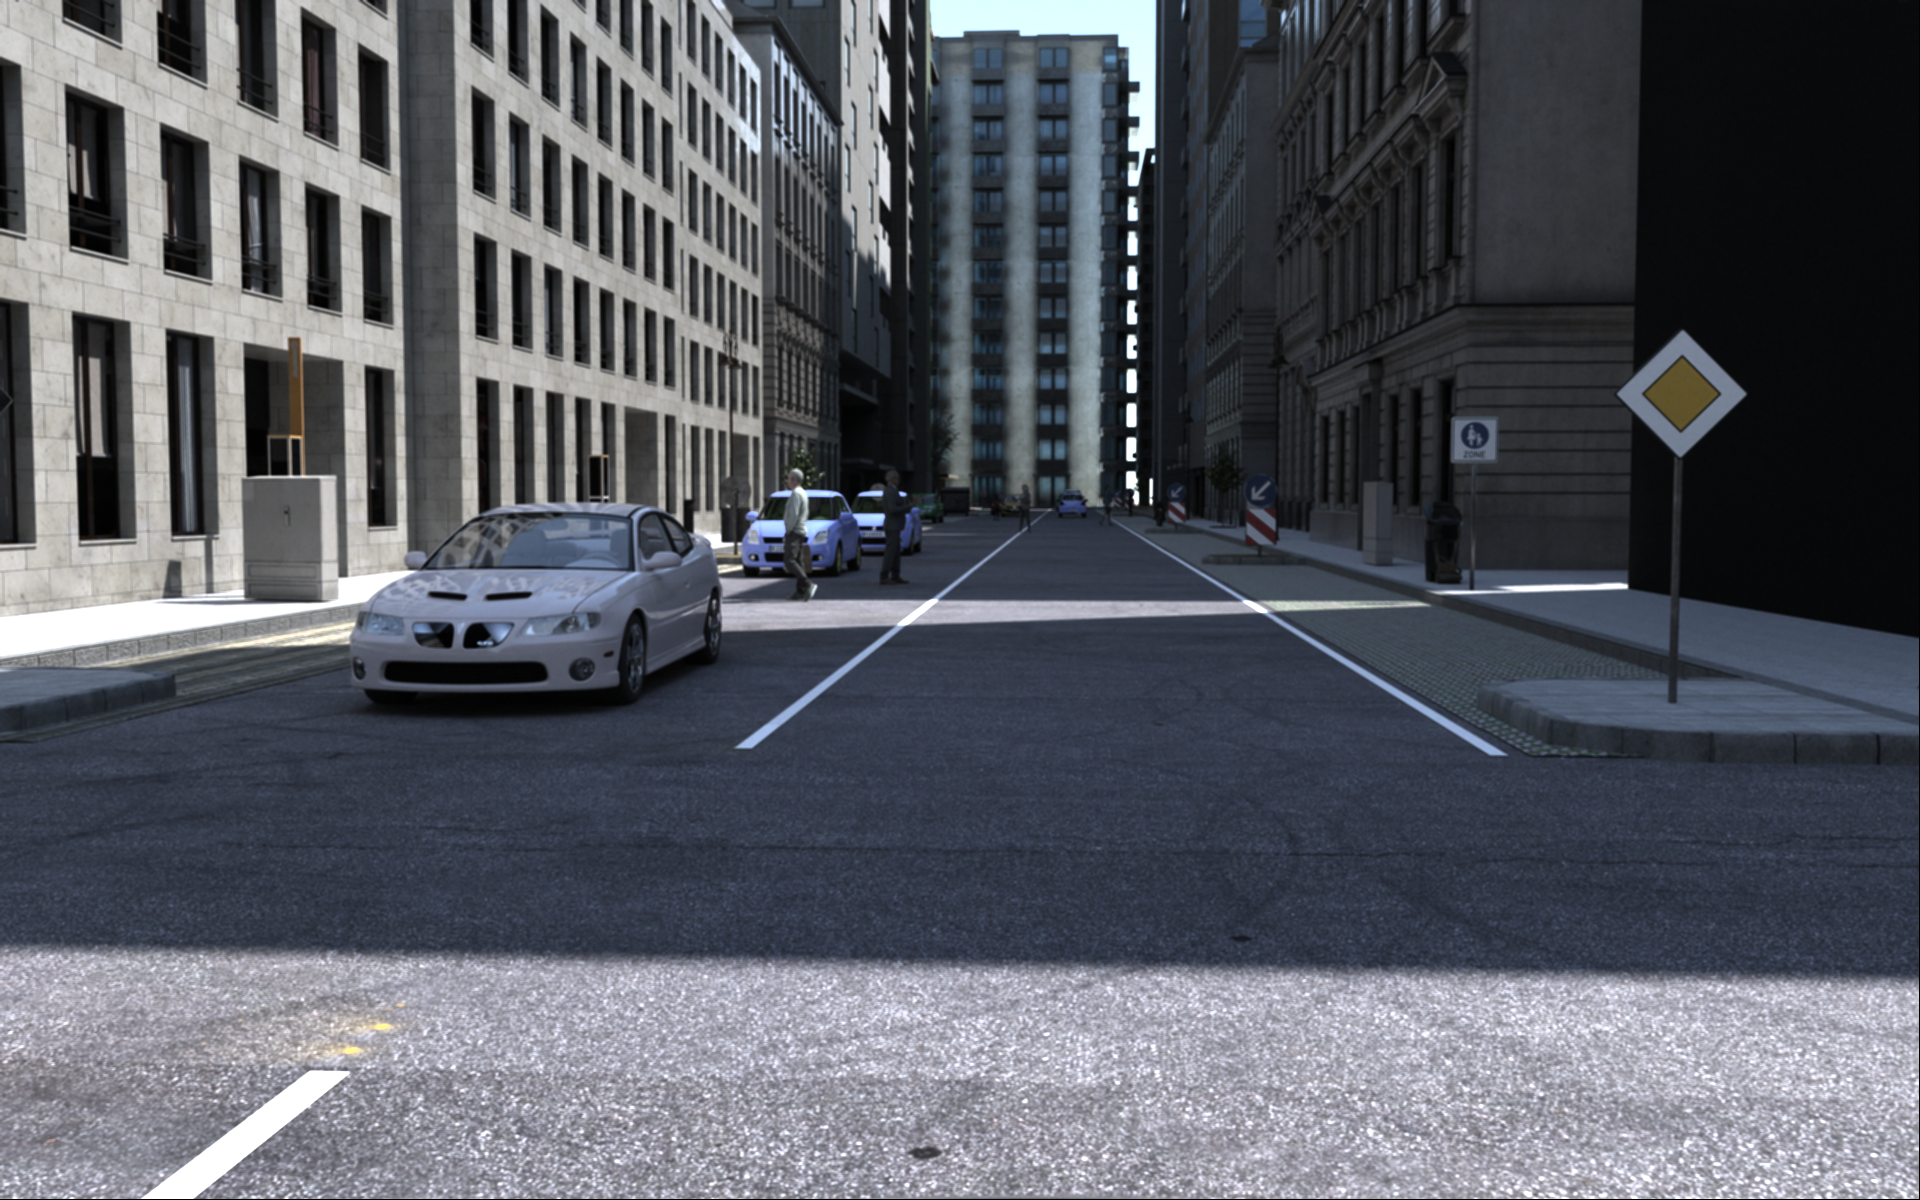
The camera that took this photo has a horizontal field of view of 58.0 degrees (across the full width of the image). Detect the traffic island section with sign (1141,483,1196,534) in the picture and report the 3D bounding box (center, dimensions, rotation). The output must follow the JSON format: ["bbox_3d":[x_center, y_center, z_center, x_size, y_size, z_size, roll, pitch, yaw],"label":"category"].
[{"bbox_3d":[7.731,-3.328,63.048,1.989,1.847,2.006,0,4,4],"label":"traffic island section with sign"}]

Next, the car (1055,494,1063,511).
[{"bbox_3d":[8.888,-8.255,143.759,1.959,1.807,4.718,0,4,3],"label":"car"}]

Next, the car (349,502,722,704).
[{"bbox_3d":[-3.056,-0.060,13.348,2.083,1.381,4.827,0,4,3],"label":"car"}]

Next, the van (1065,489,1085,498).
[{"bbox_3d":[10.175,-9.087,155.586,2.013,2.044,4.112,0,4,6],"label":"van"}]

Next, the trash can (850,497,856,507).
[{"bbox_3d":[-5.048,-4.507,85.339,0.748,1.137,0.748,0,3,0],"label":"trash can"}]

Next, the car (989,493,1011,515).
[{"bbox_3d":[3.068,-6.701,118.602,2.155,1.783,4.494,0,4,4],"label":"car"}]

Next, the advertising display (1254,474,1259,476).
[{"bbox_3d":[9.716,-3.143,56.605,0.123,1.923,0.974,0,4,3],"label":"advertising display"}]

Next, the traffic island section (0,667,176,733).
[{"bbox_3d":[-6.572,0.669,11.349,2.009,0.180,2.903,0,4,4],"label":"traffic island section"}]

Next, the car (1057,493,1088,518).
[{"bbox_3d":[6.904,-5.926,106.483,1.945,1.707,3.694,0,4,3],"label":"car"}]

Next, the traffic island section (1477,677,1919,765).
[{"bbox_3d":[4.397,0.711,10.649,2.009,0.180,2.903,0,4,4],"label":"traffic island section"}]

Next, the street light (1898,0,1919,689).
[{"bbox_3d":[6.401,-2.349,11.200,0.468,5.910,1.993,0,4,4],"label":"street light"}]

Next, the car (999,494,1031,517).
[{"bbox_3d":[3.464,-6.029,108.798,2.015,1.641,3.980,0,4,3],"label":"car"}]

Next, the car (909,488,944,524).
[{"bbox_3d":[-1.821,-4.627,84.447,1.959,1.807,4.718,0,4,5],"label":"car"}]

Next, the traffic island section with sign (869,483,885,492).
[{"bbox_3d":[-2.949,-3.327,63.025,1.989,1.847,2.006,0,4,4],"label":"traffic island section with sign"}]

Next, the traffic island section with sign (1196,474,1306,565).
[{"bbox_3d":[5.983,-1.648,35.570,1.989,1.847,2.006,0,4,4],"label":"traffic island section with sign"}]

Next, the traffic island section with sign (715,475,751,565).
[{"bbox_3d":[-4.687,-1.667,35.883,1.989,1.847,2.006,0,4,4],"label":"traffic island section with sign"}]

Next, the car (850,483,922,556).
[{"bbox_3d":[-1.866,-1.951,41.489,1.945,1.707,3.694,0,4,3],"label":"car"}]

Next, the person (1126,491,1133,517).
[{"bbox_3d":[10.754,-6.100,109.712,0.415,1.643,0.593,0,4,3],"label":"person"}]

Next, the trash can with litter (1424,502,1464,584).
[{"bbox_3d":[7.086,-0.839,25.108,0.624,1.170,1.055,0,4,3],"label":"trash can with litter"}]

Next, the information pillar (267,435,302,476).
[{"bbox_3d":[-8.515,-1.064,21.893,0.304,2.012,0.304,0,4,7],"label":"information pillar"}]

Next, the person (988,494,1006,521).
[{"bbox_3d":[1.984,-5.020,93.837,1.065,1.426,0.557,-2,4,-25],"label":"person"}]

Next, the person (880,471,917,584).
[{"bbox_3d":[-0.990,-1.154,27.547,0.590,1.801,0.661,-1,4,-9],"label":"person"}]

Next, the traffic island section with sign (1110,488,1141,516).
[{"bbox_3d":[10.868,-6.340,112.284,1.989,1.847,2.006,0,4,4],"label":"traffic island section with sign"}]

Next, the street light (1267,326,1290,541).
[{"bbox_3d":[8.748,-4.584,47.736,0.468,5.910,1.993,0,4,4],"label":"street light"}]

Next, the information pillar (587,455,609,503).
[{"bbox_3d":[-6.843,-1.732,32.812,0.304,2.012,0.304,1,4,11],"label":"information pillar"}]

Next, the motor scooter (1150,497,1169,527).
[{"bbox_3d":[8.831,-3.904,76.608,0.815,1.314,1.986,0,4,4],"label":"motor scooter"}]

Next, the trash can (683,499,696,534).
[{"bbox_3d":[-7.517,-2.156,46.910,0.748,1.137,0.748,0,3,0],"label":"trash can"}]

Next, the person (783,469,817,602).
[{"bbox_3d":[-2.153,-0.881,23.387,0.515,1.767,0.782,0,4,4],"label":"person"}]

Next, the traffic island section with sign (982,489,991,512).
[{"bbox_3d":[1.927,-8.022,139.784,1.989,1.847,2.006,0,4,4],"label":"traffic island section with sign"}]

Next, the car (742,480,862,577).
[{"bbox_3d":[-2.824,-1.325,31.253,1.945,1.707,3.694,0,4,5],"label":"car"}]

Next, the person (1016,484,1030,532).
[{"bbox_3d":[2.402,-3.438,64.892,0.526,1.800,0.537,-2,4,-24],"label":"person"}]

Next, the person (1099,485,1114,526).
[{"bbox_3d":[6.667,-4.290,78.671,0.654,1.822,0.581,1,4,20],"label":"person"}]

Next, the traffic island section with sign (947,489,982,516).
[{"bbox_3d":[0.222,-6.376,112.883,1.989,1.847,2.006,0,4,4],"label":"traffic island section with sign"}]

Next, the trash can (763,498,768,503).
[{"bbox_3d":[-6.303,-2.872,58.611,0.748,1.137,0.748,0,3,0],"label":"trash can"}]
